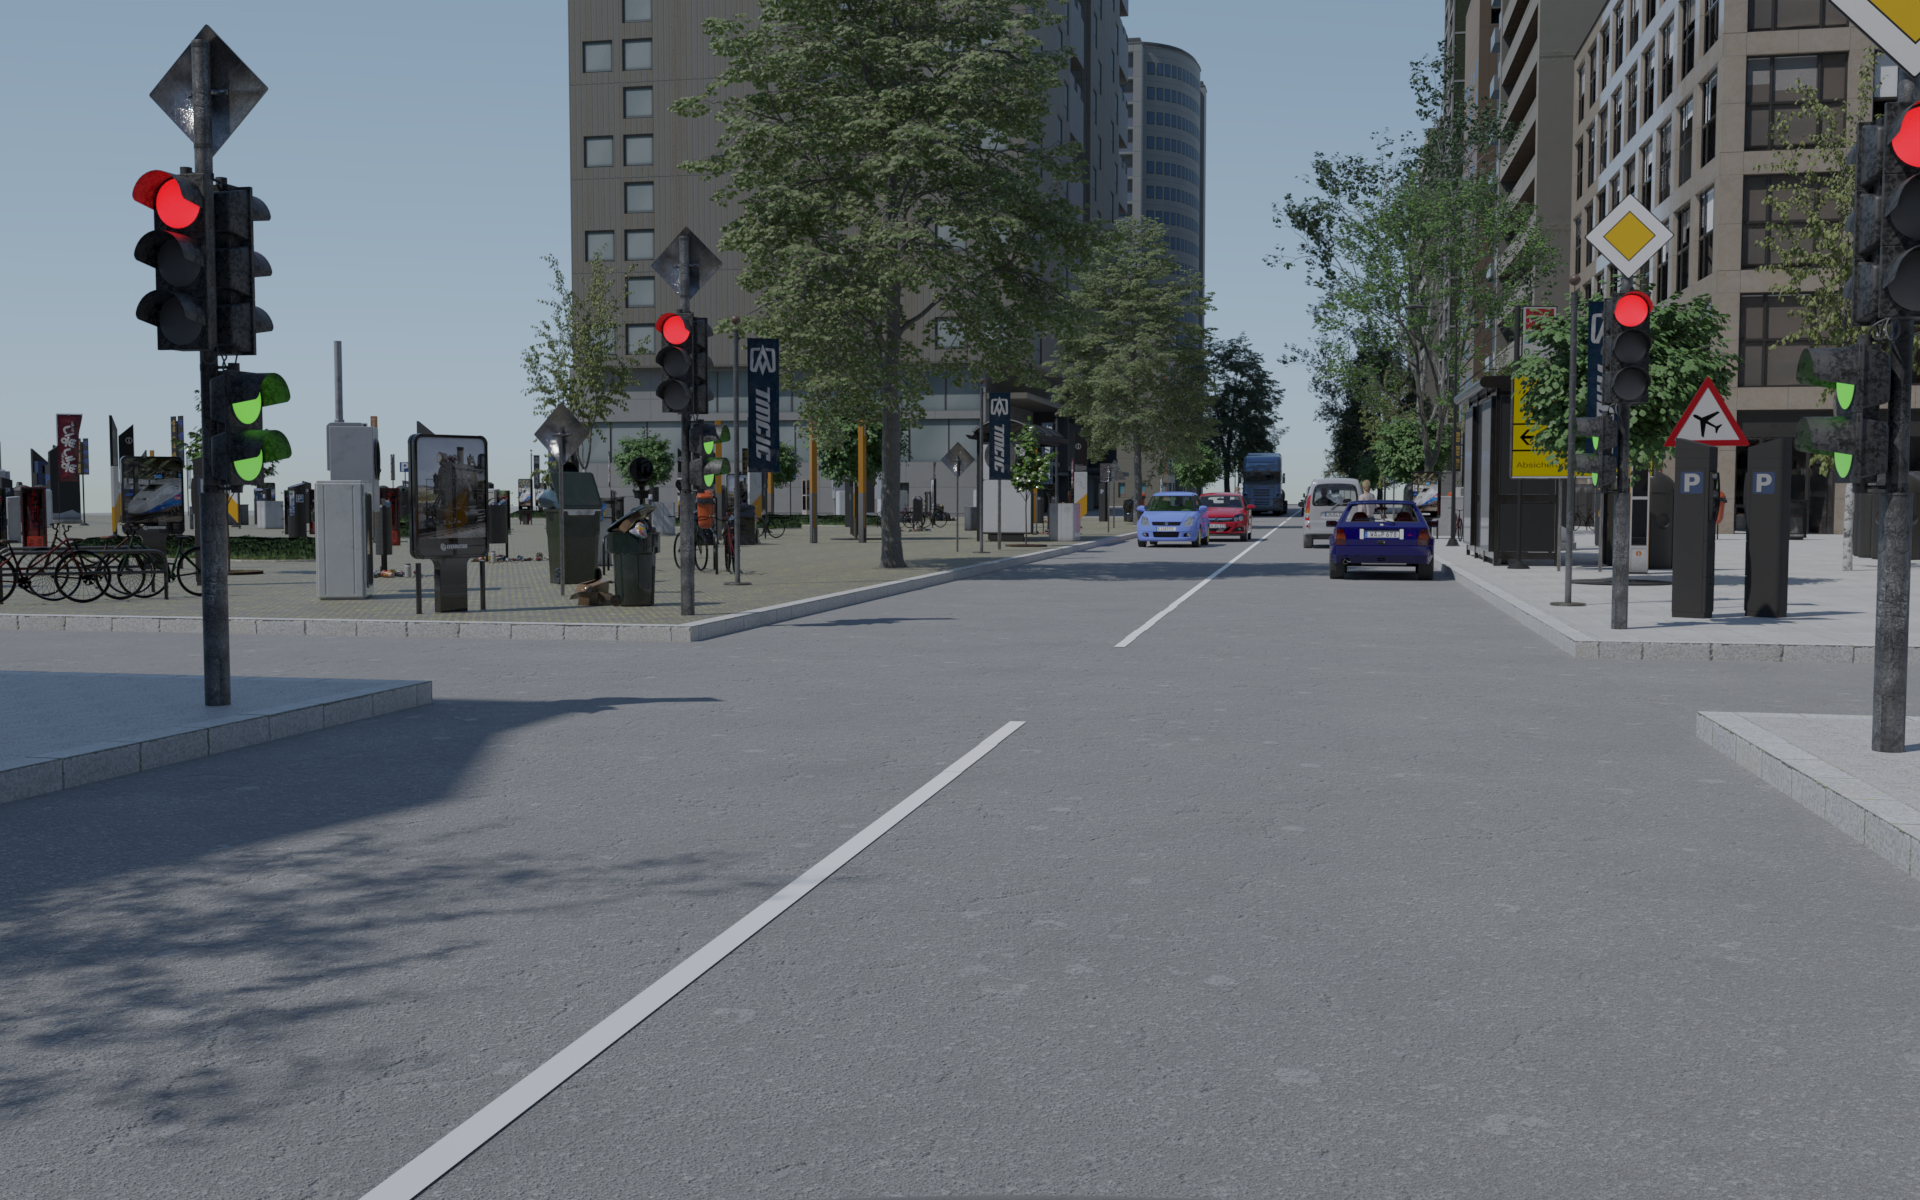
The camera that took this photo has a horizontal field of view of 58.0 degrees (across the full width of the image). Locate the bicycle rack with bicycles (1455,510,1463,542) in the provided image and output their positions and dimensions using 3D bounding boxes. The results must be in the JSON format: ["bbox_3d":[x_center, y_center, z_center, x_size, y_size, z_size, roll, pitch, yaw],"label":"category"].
[{"bbox_3d":[14.357,-2.009,46.228,2.852,0.926,2.925,1,4,12],"label":"bicycle rack with bicycles"}]

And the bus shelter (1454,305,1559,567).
[{"bbox_3d":[11.133,-3.490,34.699,2.179,5.291,8.768,1,4,12],"label":"bus shelter"}]

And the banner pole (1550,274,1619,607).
[{"bbox_3d":[7.232,-1.824,19.837,0.863,3.779,0.401,0,4,-2],"label":"banner pole"}]

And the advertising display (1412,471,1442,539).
[{"bbox_3d":[13.319,-2.708,49.485,0.123,1.923,0.974,-2,4,-34],"label":"advertising display"}]

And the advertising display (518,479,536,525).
[{"bbox_3d":[-18.146,-4.107,72.358,0.974,1.923,0.123,3,5,45],"label":"advertising display"}]

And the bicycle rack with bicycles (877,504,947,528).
[{"bbox_3d":[-1.922,-3.219,66.017,2.925,0.926,2.852,-1,4,-13],"label":"bicycle rack with bicycles"}]

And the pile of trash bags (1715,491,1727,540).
[{"bbox_3d":[20.077,-2.423,49.365,3.447,1.369,1.912,3,5,44],"label":"pile of trash bags"}]

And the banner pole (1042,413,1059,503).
[{"bbox_3d":[2.812,-3.877,53.398,0.401,3.779,0.863,-3,5,-44],"label":"banner pole"}]

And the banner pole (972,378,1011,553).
[{"bbox_3d":[0.698,-2.907,37.552,0.863,3.779,0.401,0,4,-1],"label":"banner pole"}]

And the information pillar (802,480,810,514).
[{"bbox_3d":[-7.864,-5.137,88.474,0.304,2.012,0.304,2,4,34],"label":"information pillar"}]

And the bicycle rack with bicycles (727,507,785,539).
[{"bbox_3d":[-6.504,-2.247,50.121,2.925,0.926,2.852,-1,4,-18],"label":"bicycle rack with bicycles"}]

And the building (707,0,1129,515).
[{"bbox_3d":[-1.316,-33.497,136.914,28.713,52.752,27.495,1,4,12],"label":"building"}]

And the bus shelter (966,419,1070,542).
[{"bbox_3d":[1.706,-3.364,48.919,2.014,3.302,5.546,1,4,12],"label":"bus shelter"}]

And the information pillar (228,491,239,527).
[{"bbox_3d":[-28.065,-4.619,66.879,0.504,3.616,0.183,1,4,22],"label":"information pillar"}]

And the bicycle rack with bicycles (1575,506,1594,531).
[{"bbox_3d":[22.348,-2.862,60.183,2.925,0.926,2.852,-3,5,-39],"label":"bicycle rack with bicycles"}]

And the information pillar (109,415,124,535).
[{"bbox_3d":[-25.160,-3.681,51.541,0.183,3.616,0.504,-1,4,-8],"label":"information pillar"}]

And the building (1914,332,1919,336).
[{"bbox_3d":[40.789,-15.238,25.555,44.131,29.872,17.030,1,4,12],"label":"building"}]

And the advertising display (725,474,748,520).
[{"bbox_3d":[-6.945,-3.044,54.981,0.974,1.923,0.123,-1,4,-18],"label":"advertising display"}]

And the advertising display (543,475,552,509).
[{"bbox_3d":[-13.054,-3.135,56.474,0.974,1.923,0.123,1,4,19],"label":"advertising display"}]

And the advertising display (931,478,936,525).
[{"bbox_3d":[-1.091,-4.053,71.478,0.123,1.923,0.974,0,4,-8],"label":"advertising display"}]

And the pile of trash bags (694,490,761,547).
[{"bbox_3d":[-6.064,-2.054,43.340,1.912,1.369,3.447,0,4,2],"label":"pile of trash bags"}]

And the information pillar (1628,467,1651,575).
[{"bbox_3d":[10.853,-1.420,27.717,0.304,2.012,0.304,1,4,12],"label":"information pillar"}]

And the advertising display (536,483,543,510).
[{"bbox_3d":[-23.883,-5.714,98.641,0.974,1.923,0.123,3,5,44],"label":"advertising display"}]

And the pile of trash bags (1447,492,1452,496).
[{"bbox_3d":[23.329,-4.130,77.282,3.447,1.369,1.912,-1,4,-11],"label":"pile of trash bags"}]

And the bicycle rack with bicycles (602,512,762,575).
[{"bbox_3d":[-4.779,-0.923,28.471,2.852,0.926,2.925,0,4,-8],"label":"bicycle rack with bicycles"}]

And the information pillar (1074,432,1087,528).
[{"bbox_3d":[4.493,-4.483,64.649,0.504,3.616,0.183,0,4,1],"label":"information pillar"}]

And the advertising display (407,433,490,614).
[{"bbox_3d":[-5.543,-0.832,18.818,0.123,1.923,0.974,3,4,36],"label":"advertising display"}]

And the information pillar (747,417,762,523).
[{"bbox_3d":[-6.266,-3.755,52.744,0.183,3.616,0.504,3,5,44],"label":"information pillar"}]

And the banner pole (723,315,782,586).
[{"bbox_3d":[-2.927,-2.106,24.453,0.863,3.779,0.401,-1,4,-21],"label":"banner pole"}]

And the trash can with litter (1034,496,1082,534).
[{"bbox_3d":[2.764,-2.704,55.274,2.233,1.210,1.678,1,4,19],"label":"trash can with litter"}]

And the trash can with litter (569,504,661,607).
[{"bbox_3d":[-3.977,-0.519,19.877,1.055,1.170,0.624,1,4,15],"label":"trash can with litter"}]

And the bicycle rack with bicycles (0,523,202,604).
[{"bbox_3d":[-10.625,-0.483,21.287,2.925,0.926,2.852,-2,4,-28],"label":"bicycle rack with bicycles"}]

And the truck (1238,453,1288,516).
[{"bbox_3d":[21.168,-7.938,119.551,2.967,4.110,18.799,1,4,12],"label":"truck"}]

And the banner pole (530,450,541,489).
[{"bbox_3d":[-23.950,-6.576,97.542,0.401,3.779,0.863,2,4,34],"label":"banner pole"}]

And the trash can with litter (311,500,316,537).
[{"bbox_3d":[-15.202,-1.879,42.110,1.055,1.170,0.624,1,4,11],"label":"trash can with litter"}]

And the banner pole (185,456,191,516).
[{"bbox_3d":[-45.742,-6.894,102.736,0.401,3.779,0.863,-3,5,-42],"label":"banner pole"}]

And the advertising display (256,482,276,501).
[{"bbox_3d":[-38.336,-5.535,95.703,0.974,1.923,0.123,-2,4,-26],"label":"advertising display"}]

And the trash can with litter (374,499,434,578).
[{"bbox_3d":[-8.984,-0.991,27.265,1.678,1.210,2.233,-1,4,-22],"label":"trash can with litter"}]

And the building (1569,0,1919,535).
[{"bbox_3d":[36.909,-16.198,69.357,19.350,26.468,34.151,1,4,12],"label":"building"}]

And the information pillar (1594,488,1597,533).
[{"bbox_3d":[21.075,-3.207,56.919,0.304,2.012,0.304,-1,4,-11],"label":"information pillar"}]

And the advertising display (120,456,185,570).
[{"bbox_3d":[-13.726,-1.483,29.466,0.974,1.923,0.123,-2,4,-34],"label":"advertising display"}]

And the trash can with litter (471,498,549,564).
[{"bbox_3d":[-8.493,-1.351,33.141,1.678,1.210,2.233,2,4,33],"label":"trash can with litter"}]

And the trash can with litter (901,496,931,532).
[{"bbox_3d":[-1.757,-2.956,59.389,1.678,1.210,2.233,2,4,33],"label":"trash can with litter"}]

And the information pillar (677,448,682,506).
[{"bbox_3d":[-14.051,-5.887,87.612,0.504,3.616,0.183,1,4,9],"label":"information pillar"}]

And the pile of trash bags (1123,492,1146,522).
[{"bbox_3d":[8.503,-4.319,80.361,1.912,1.369,3.447,0,3,0],"label":"pile of trash bags"}]

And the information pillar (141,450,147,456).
[{"bbox_3d":[-43.344,-6.158,92.038,0.504,3.616,0.183,2,4,29],"label":"information pillar"}]

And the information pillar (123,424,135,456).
[{"bbox_3d":[-27.771,-4.064,57.796,0.504,3.616,0.183,-1,4,-18],"label":"information pillar"}]

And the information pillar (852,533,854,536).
[{"bbox_3d":[-3.222,-3.778,53.127,0.183,3.616,0.504,0,4,-3],"label":"information pillar"}]
